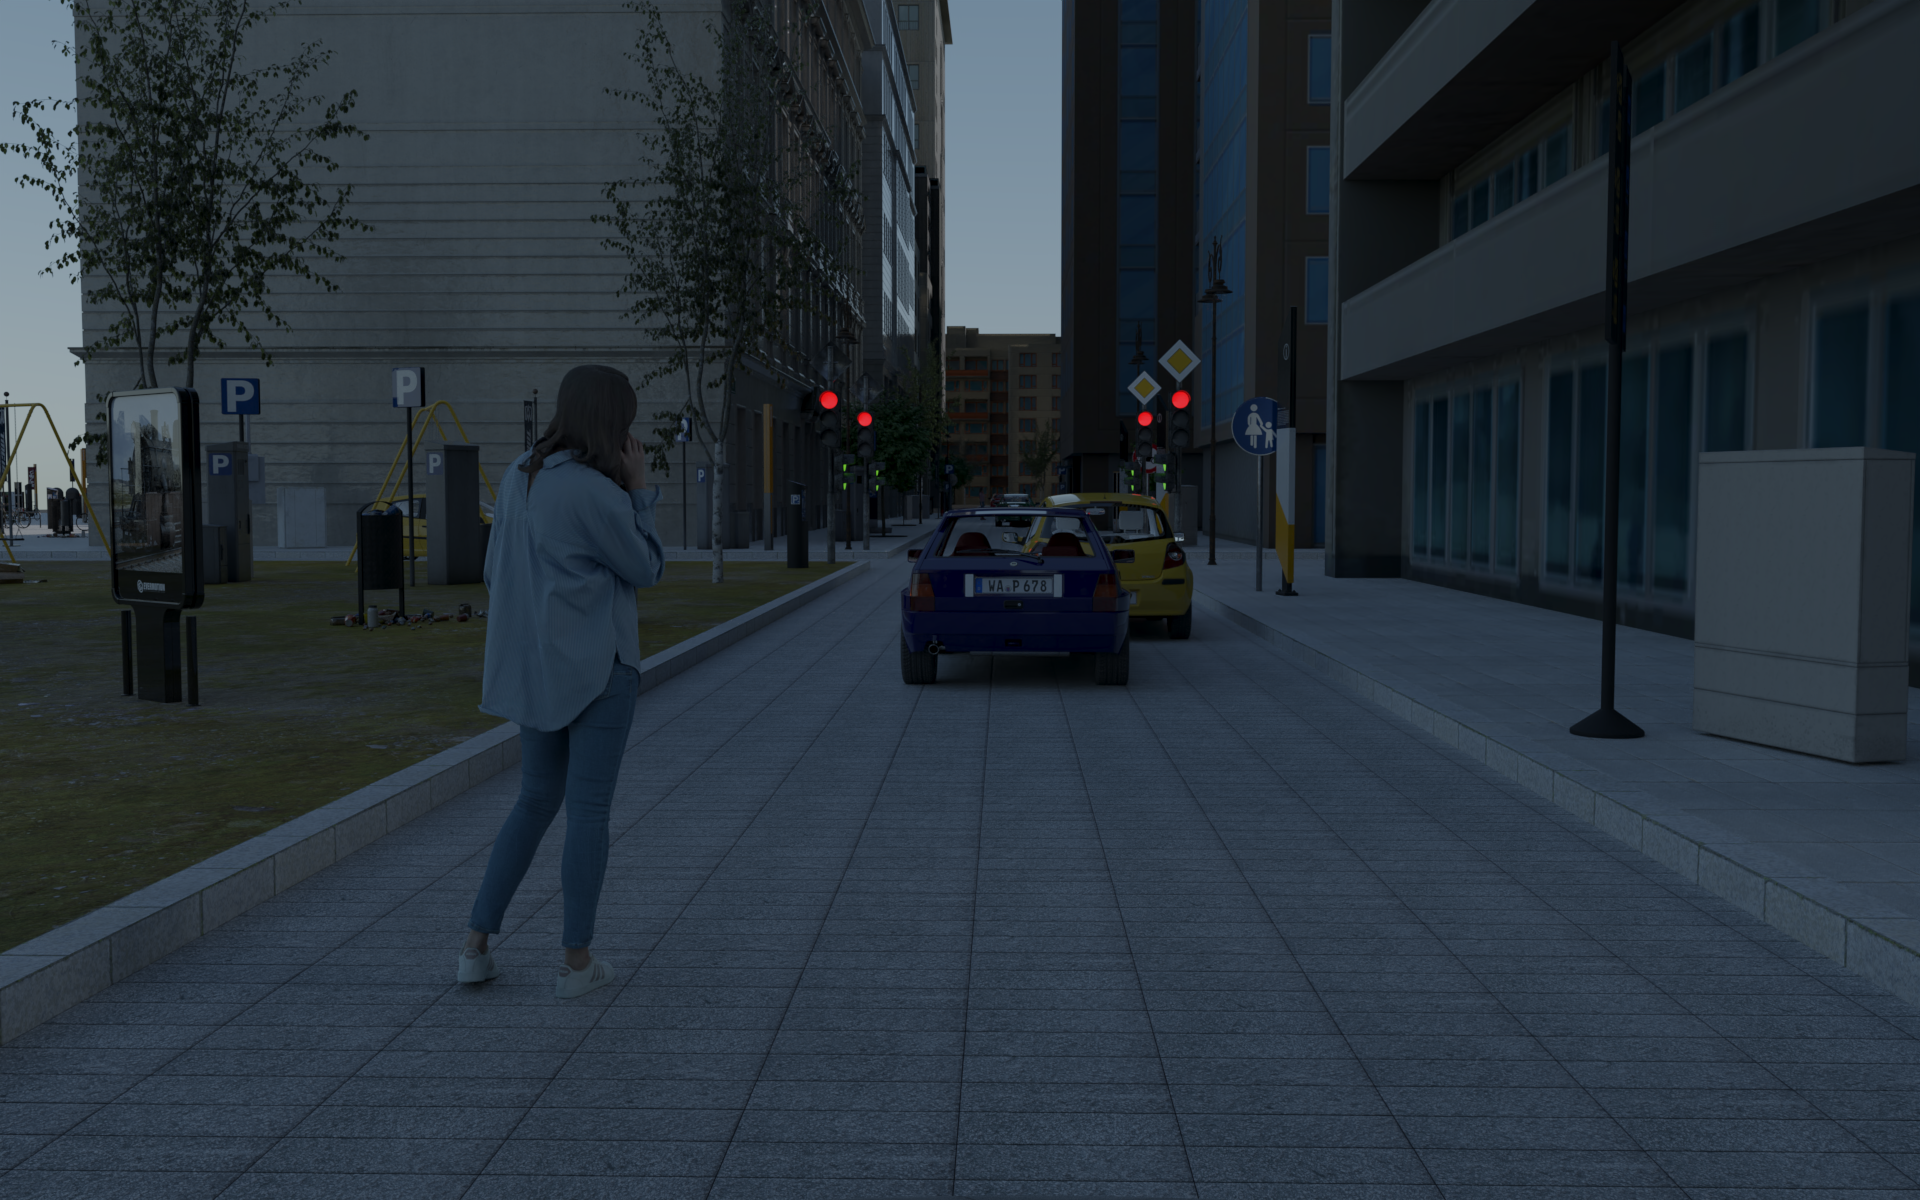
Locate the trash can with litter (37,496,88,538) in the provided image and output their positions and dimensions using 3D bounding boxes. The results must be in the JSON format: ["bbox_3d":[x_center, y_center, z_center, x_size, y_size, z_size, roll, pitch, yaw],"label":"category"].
[{"bbox_3d":[-26.573,-2.470,51.437,2.233,1.210,1.678,3,5,44],"label":"trash can with litter"}]

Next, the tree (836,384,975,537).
[{"bbox_3d":[-2.267,-4.170,51.890,4.285,4.588,4.351,0,3,0],"label":"tree"}]

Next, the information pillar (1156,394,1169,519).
[{"bbox_3d":[4.735,-3.007,40.524,0.183,3.616,0.504,-1,4,-21],"label":"information pillar"}]

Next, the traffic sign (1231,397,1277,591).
[{"bbox_3d":[3.947,-1.387,22.783,0.768,2.556,0.104,0,4,7],"label":"traffic sign"}]

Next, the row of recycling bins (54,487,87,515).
[{"bbox_3d":[-54.409,-6.124,107.247,3.534,1.692,1.069,-1,4,-19],"label":"row of recycling bins"}]

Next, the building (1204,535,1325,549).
[{"bbox_3d":[14.092,-24.183,45.506,14.200,45.320,14.600,0,4,2],"label":"building"}]

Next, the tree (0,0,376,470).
[{"bbox_3d":[-9.147,-4.280,20.338,4.360,8.622,3.978,0,3,0],"label":"tree"}]

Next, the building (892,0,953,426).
[{"bbox_3d":[-14.894,-35.776,174.180,27.495,52.752,28.713,0,4,2],"label":"building"}]

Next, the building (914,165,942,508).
[{"bbox_3d":[-8.885,-23.260,152.004,14.160,30.474,14.107,0,4,2],"label":"building"}]

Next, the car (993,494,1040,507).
[{"bbox_3d":[2.515,-4.006,77.303,2.131,1.459,4.920,0,4,3],"label":"car"}]

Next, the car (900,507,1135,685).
[{"bbox_3d":[0.492,-0.108,14.348,1.945,1.354,3.894,0,4,3],"label":"car"}]

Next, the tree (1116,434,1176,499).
[{"bbox_3d":[5.690,-3.571,52.993,1.663,3.219,1.824,0,3,0],"label":"tree"}]

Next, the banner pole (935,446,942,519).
[{"bbox_3d":[-1.181,-6.107,89.858,0.401,3.779,0.863,-1,4,-15],"label":"banner pole"}]

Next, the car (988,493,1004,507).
[{"bbox_3d":[3.442,-8.428,146.836,2.155,1.783,4.494,0,3,0],"label":"car"}]

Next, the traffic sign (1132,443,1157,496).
[{"bbox_3d":[4.660,-2.621,42.964,0.768,2.556,0.104,0,4,7],"label":"traffic sign"}]

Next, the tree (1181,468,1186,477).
[{"bbox_3d":[6.389,-3.715,55.349,1.663,3.219,1.824,0,3,0],"label":"tree"}]

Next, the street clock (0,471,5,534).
[{"bbox_3d":[-30.662,-3.100,55.258,0.471,2.002,0.358,3,4,38],"label":"street clock"}]

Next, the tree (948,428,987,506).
[{"bbox_3d":[0.755,-14.794,192.250,4.360,8.622,3.978,0,3,0],"label":"tree"}]

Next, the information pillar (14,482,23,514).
[{"bbox_3d":[-56.806,-6.116,104.484,0.304,2.012,0.304,1,4,9],"label":"information pillar"}]

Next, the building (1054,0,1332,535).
[{"bbox_3d":[10.984,-25.396,65.329,14.600,45.320,14.200,0,4,2],"label":"building"}]

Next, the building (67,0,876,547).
[{"bbox_3d":[-13.007,-17.523,62.917,17.030,29.872,44.131,0,4,2],"label":"building"}]

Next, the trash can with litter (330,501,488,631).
[{"bbox_3d":[-5.427,-0.387,17.387,1.678,1.210,2.233,2,4,31],"label":"trash can with litter"}]

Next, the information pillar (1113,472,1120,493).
[{"bbox_3d":[5.222,-3.206,56.909,0.304,2.012,0.304,-1,4,-18],"label":"information pillar"}]

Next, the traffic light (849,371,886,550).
[{"bbox_3d":[-2.133,-3.105,39.684,0.839,4.253,0.868,0,4,2],"label":"traffic light"}]

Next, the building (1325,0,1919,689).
[{"bbox_3d":[16.110,-23.935,15.040,21.300,48.544,21.600,0,4,2],"label":"building"}]

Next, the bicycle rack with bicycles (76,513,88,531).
[{"bbox_3d":[-29.144,-2.868,60.277,2.925,0.926,2.852,-2,4,-27],"label":"bicycle rack with bicycles"}]

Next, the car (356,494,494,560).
[{"bbox_3d":[-10.365,-1.565,35.814,3.980,1.641,2.015,0,4,3],"label":"car"}]

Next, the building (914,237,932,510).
[{"bbox_3d":[-16.530,-17.439,130.170,27.650,21.520,28.899,0,4,2],"label":"building"}]

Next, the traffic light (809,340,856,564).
[{"bbox_3d":[-2.345,-2.617,31.701,0.839,4.253,0.868,0,4,2],"label":"traffic light"}]

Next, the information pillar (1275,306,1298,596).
[{"bbox_3d":[4.125,-1.868,21.894,0.183,3.616,0.504,-1,4,-9],"label":"information pillar"}]

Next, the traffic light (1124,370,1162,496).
[{"bbox_3d":[4.177,-3.096,39.533,0.839,4.253,0.868,0,4,2],"label":"traffic light"}]

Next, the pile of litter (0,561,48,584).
[{"bbox_3d":[-13.927,-0.658,24.718,1.719,0.858,1.176,-2,4,-35],"label":"pile of litter"}]

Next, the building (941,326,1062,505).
[{"bbox_3d":[0.491,-22.552,213.758,28.899,21.520,27.650,0,4,2],"label":"building"}]

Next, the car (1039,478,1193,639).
[{"bbox_3d":[1.463,-0.508,18.535,2.015,1.641,3.980,0,4,1],"label":"car"}]

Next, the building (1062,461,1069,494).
[{"bbox_3d":[17.530,-47.975,97.059,22.319,86.520,31.000,0,4,2],"label":"building"}]

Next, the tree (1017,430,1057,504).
[{"bbox_3d":[8.744,-14.800,192.336,4.360,8.622,3.978,0,3,0],"label":"tree"}]

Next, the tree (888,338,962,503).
[{"bbox_3d":[-1.894,-8.066,82.243,4.737,8.622,4.395,0,3,0],"label":"tree"}]

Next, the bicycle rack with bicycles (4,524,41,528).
[{"bbox_3d":[-35.923,-3.157,65.007,2.925,0.926,2.852,1,4,20],"label":"bicycle rack with bicycles"}]

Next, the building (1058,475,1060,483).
[{"bbox_3d":[20.716,-45.172,176.817,20.563,71.187,20.611,0,4,2],"label":"building"}]

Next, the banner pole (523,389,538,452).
[{"bbox_3d":[-10.140,-3.121,41.047,0.401,3.779,0.863,1,4,11],"label":"banner pole"}]

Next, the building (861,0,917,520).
[{"bbox_3d":[-8.784,-19.708,99.721,11.434,29.767,29.804,0,4,2],"label":"building"}]

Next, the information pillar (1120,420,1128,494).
[{"bbox_3d":[5.151,-3.864,54.529,0.183,3.616,0.504,-1,4,-18],"label":"information pillar"}]

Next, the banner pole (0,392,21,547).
[{"bbox_3d":[-23.440,-3.213,42.545,0.863,3.779,0.401,3,5,44],"label":"banner pole"}]

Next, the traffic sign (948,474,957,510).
[{"bbox_3d":[-0.547,-6.729,110.128,0.768,2.556,0.104,0,4,3],"label":"traffic sign"}]

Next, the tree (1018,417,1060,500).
[{"bbox_3d":[7.746,-13.167,165.639,4.737,8.622,4.395,0,3,0],"label":"tree"}]

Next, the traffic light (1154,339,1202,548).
[{"bbox_3d":[3.965,-2.607,31.550,0.839,4.253,0.868,0,4,2],"label":"traffic light"}]
